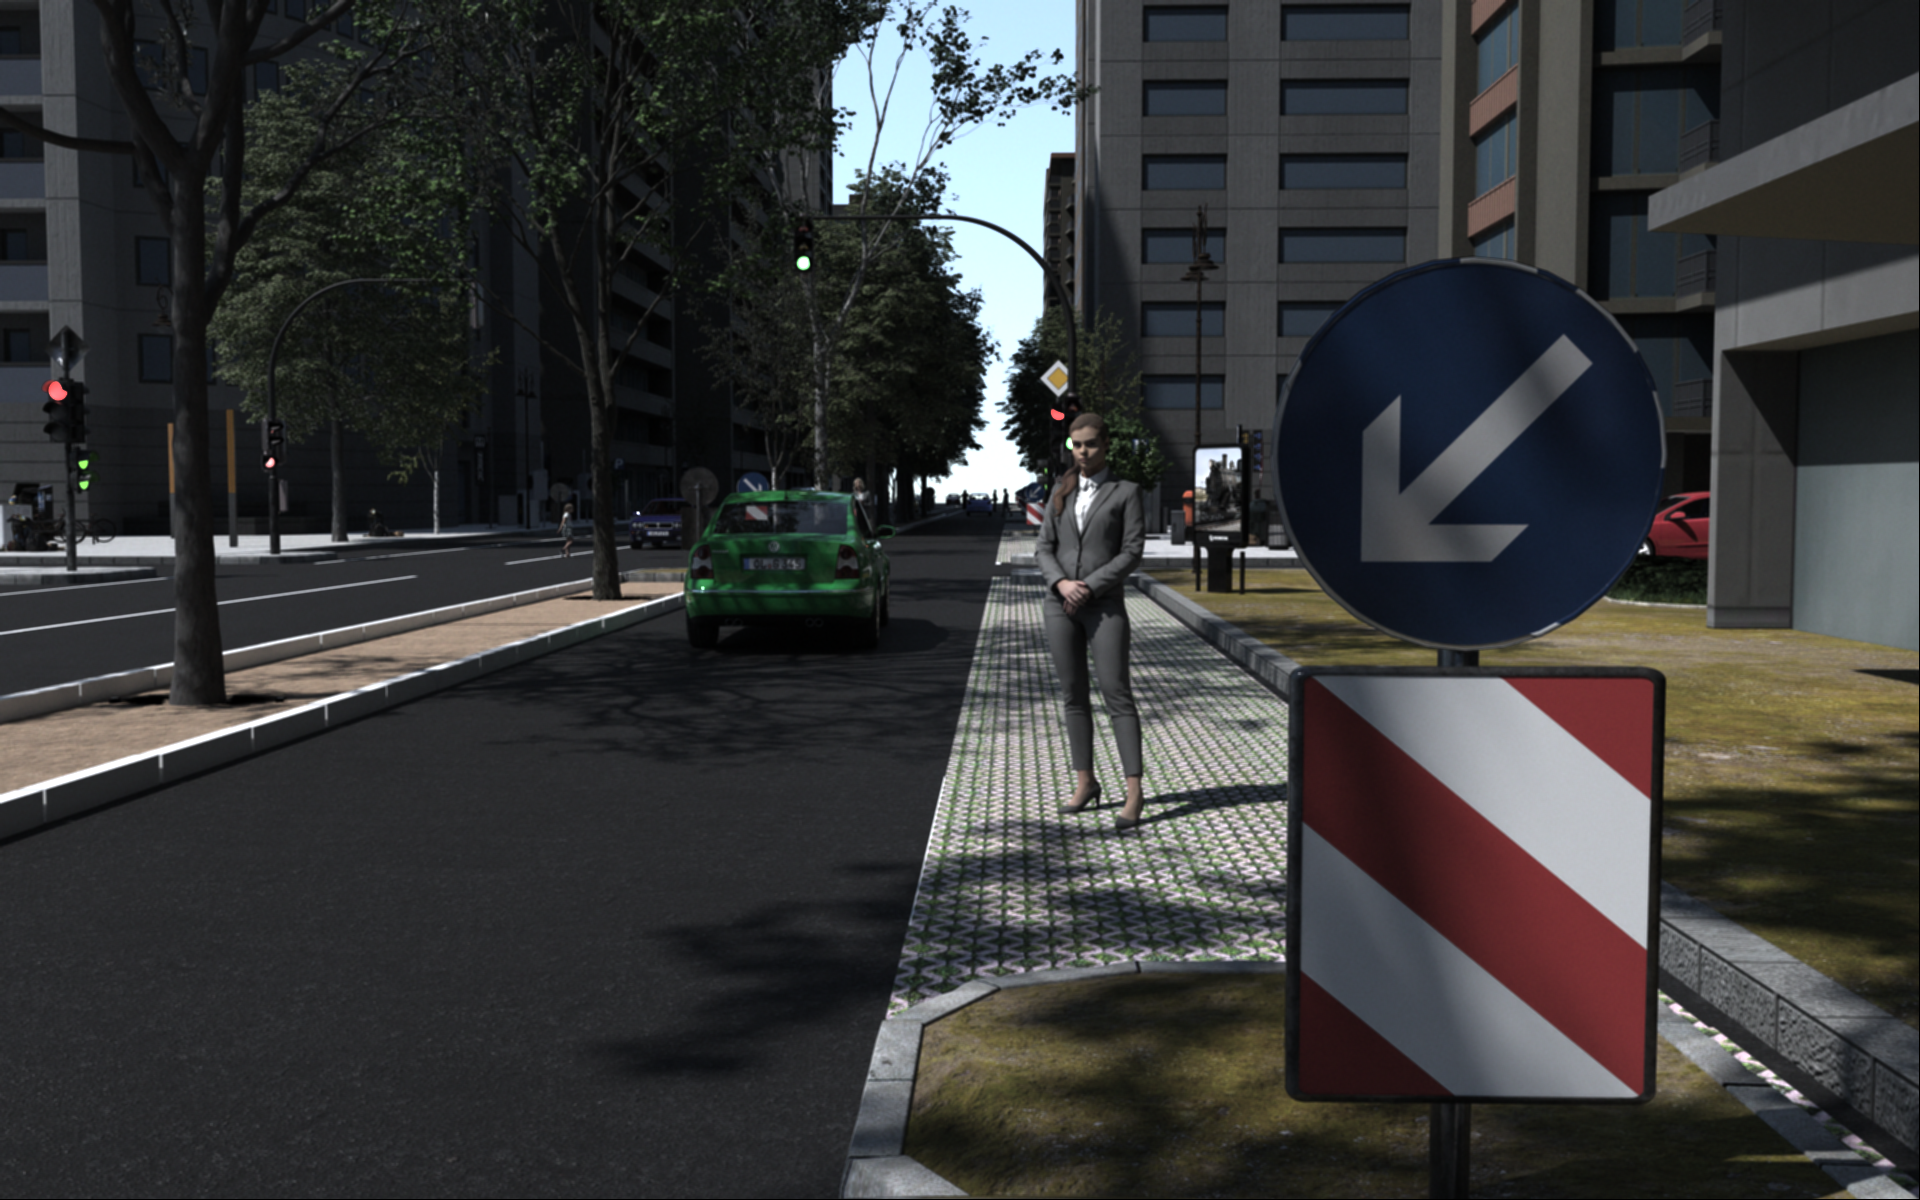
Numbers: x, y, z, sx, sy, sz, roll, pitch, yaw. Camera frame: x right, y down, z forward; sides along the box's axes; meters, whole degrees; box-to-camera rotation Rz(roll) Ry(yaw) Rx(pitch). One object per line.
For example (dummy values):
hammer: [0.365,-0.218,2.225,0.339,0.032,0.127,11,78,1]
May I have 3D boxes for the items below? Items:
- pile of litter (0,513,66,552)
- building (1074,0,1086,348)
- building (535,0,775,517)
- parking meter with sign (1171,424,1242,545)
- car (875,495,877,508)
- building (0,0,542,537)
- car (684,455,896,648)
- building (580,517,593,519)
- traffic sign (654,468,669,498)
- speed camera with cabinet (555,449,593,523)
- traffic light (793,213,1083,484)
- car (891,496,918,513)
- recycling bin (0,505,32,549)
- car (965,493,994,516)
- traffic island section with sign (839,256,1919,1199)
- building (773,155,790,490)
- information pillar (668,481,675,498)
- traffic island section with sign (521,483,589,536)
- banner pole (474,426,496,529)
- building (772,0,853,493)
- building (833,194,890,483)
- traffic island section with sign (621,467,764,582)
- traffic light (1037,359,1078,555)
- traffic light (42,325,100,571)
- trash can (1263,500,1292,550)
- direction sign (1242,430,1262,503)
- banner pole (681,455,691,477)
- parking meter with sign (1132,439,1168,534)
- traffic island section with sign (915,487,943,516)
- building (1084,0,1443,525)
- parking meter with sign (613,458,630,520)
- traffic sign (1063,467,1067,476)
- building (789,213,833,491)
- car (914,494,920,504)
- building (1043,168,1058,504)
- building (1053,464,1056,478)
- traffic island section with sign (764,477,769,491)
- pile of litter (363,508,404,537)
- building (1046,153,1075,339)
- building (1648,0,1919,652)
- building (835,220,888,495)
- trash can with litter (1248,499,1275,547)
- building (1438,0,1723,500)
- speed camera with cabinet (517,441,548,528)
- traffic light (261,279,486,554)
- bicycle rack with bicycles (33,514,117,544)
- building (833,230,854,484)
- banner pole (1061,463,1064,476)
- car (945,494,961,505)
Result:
pile of litter: [-20.883,-1.521,38.830,1.719,0.858,1.176,2,4,25]
building: [15.552,-29.138,126.509,14.600,45.320,14.200,0,4,2]
building: [-25.283,-30.519,122.687,21.300,48.544,21.600,0,4,2]
parking meter with sign: [6.199,-2.898,43.635,1.738,3.016,0.543,0,4,5]
car: [-7.789,-9.014,159.746,2.083,1.381,4.827,0,4,4]
building: [-30.099,-31.932,64.086,21.231,58.520,28.212,0,4,2]
car: [-1.648,-0.535,17.541,1.959,1.807,4.718,0,3,0]
building: [-28.794,-28.961,97.211,21.300,48.544,21.600,0,4,2]
traffic sign: [-14.799,-5.249,85.933,0.768,2.556,0.104,1,4,9]
speed camera with cabinet: [-16.875,-5.003,76.142,0.660,3.252,2.038,2,4,32]
traffic light: [-0.293,-3.276,28.224,4.771,5.953,1.251,0,4,2]
car: [-4.103,-7.349,130.376,2.015,1.641,3.980,0,4,3]
recycling bin: [-22.254,-1.713,40.557,0.722,1.027,0.722,2,4,31]
car: [1.271,-6.419,114.539,1.945,1.707,3.694,0,4,1]
traffic island section with sign: [0.775,0.301,3.705,1.989,1.847,2.006,0,4,2]
building: [-22.152,-22.598,141.173,14.160,30.474,14.107,0,4,2]
information pillar: [-16.100,-5.643,96.756,0.304,2.012,0.304,0,4,5]
traffic island section with sign: [-13.920,-3.130,59.796,1.989,1.847,2.006,0,4,2]
banner pole: [-17.510,-4.510,63.755,0.401,3.779,0.863,3,5,44]
building: [-23.528,-46.942,205.752,20.563,71.187,20.611,0,4,2]
building: [-18.059,-37.432,262.121,14.600,45.320,14.200,0,4,2]
traffic island section with sign: [-4.457,-1.266,28.843,2.006,1.907,1.989,0,4,2]
traffic light: [2.040,-2.897,36.285,0.839,4.253,0.868,0,4,2]
traffic light: [-14.804,-2.438,28.784,0.839,4.253,0.868,0,4,2]
trash can: [7.329,-1.721,39.795,0.748,1.137,0.748,0,3,0]
direction sign: [10.306,-4.244,61.379,0.876,3.537,0.379,3,5,42]
banner pole: [-17.620,-7.459,111.970,0.863,3.779,0.401,1,4,10]
parking meter with sign: [6.122,-3.619,55.424,0.543,3.016,1.738,2,4,30]
traffic island section with sign: [-1.981,-6.313,111.352,2.006,1.907,1.989,0,4,2]
building: [16.649,-33.153,84.048,21.231,58.520,28.212,0,4,2]
parking meter with sign: [-16.528,-5.420,84.878,0.543,3.016,1.738,0,3,0]
traffic sign: [5.027,-4.789,78.404,0.768,2.556,0.104,0,4,6]
building: [-20.782,-24.769,176.679,14.160,30.474,14.107,0,4,2]
car: [-6.001,-13.347,228.006,2.009,1.686,4.222,0,4,0]
building: [22.559,-37.955,244.262,21.300,48.544,21.600,0,4,2]
building: [20.752,-52.363,168.804,22.319,86.520,31.000,0,4,2]
traffic island section with sign: [-4.226,-1.719,36.246,2.006,1.907,1.989,0,4,2]
pile of litter: [-17.331,-2.331,52.072,1.176,0.858,1.719,-2,4,-23]
building: [22.086,-34.487,218.494,22.147,44.769,28.867,0,4,2]
building: [17.881,-25.276,2.498,28.713,52.752,27.495,0,4,2]
building: [-17.797,-34.527,248.115,14.154,41.232,14.086,0,4,2]
trash can with litter: [7.313,-1.900,42.445,0.624,1.170,1.055,2,4,25]
building: [27.199,-24.049,47.821,28.867,44.769,22.147,0,4,2]
speed camera with cabinet: [-16.210,-4.357,65.579,0.660,3.252,2.038,-2,4,-32]
traffic light: [-12.471,-3.796,36.738,4.771,5.953,1.251,0,4,2]
bicycle rack with bicycles: [-23.408,-1.908,44.576,2.925,0.926,2.852,-1,4,-22]
building: [-28.365,-32.858,229.112,32.217,40.220,23.993,0,4,2]
banner pole: [5.342,-6.165,90.822,0.401,3.779,0.863,-1,4,-10]
car: [-0.840,-13.250,225.672,2.155,1.783,4.494,0,4,4]
